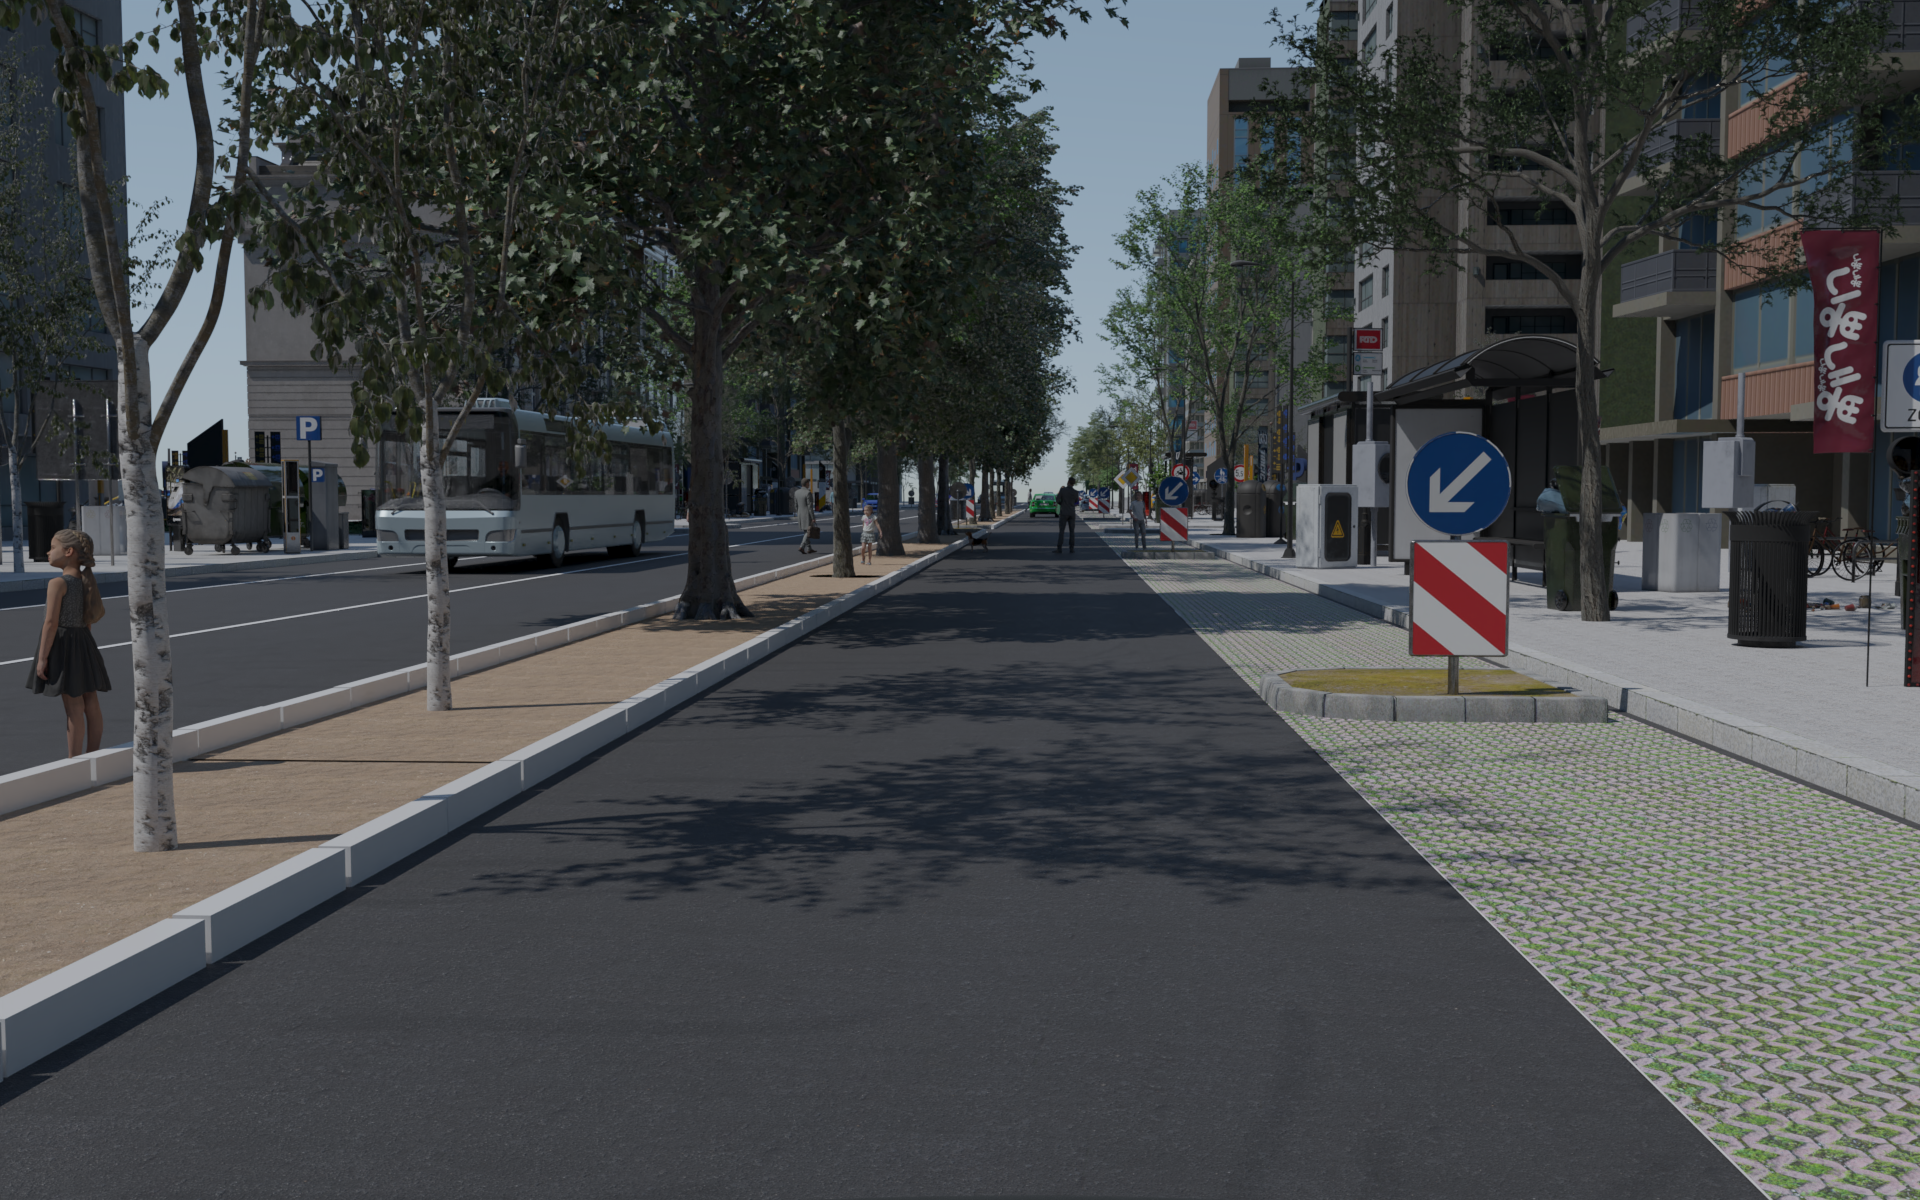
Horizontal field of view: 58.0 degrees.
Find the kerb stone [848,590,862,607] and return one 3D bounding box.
[{"bbox_3d":[-1.402,0.006,22.150,0.120,0.150,1.000,0,4,3],"label":"kerb stone"}]

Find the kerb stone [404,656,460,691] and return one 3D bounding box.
[{"bbox_3d":[-4.012,0.561,13.023,0.120,0.150,1.000,0,4,3],"label":"kerb stone"}]

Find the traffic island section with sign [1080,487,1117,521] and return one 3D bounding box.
[{"bbox_3d":[7.673,-5.212,93.841,1.989,1.847,2.006,0,4,3],"label":"traffic island section with sign"}]

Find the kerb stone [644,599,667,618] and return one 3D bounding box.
[{"bbox_3d":[-3.615,0.124,20.199,0.120,0.150,1.000,0,4,3],"label":"kerb stone"}]

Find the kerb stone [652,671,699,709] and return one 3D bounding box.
[{"bbox_3d":[-1.976,0.630,11.922,0.120,0.150,1.000,0,4,3],"label":"kerb stone"}]

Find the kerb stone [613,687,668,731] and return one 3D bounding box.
[{"bbox_3d":[-2.029,0.695,10.902,0.120,0.150,1.000,0,4,3],"label":"kerb stone"}]

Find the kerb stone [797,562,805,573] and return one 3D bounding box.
[{"bbox_3d":[-2.987,-0.563,31.466,0.120,0.150,1.000,0,4,3],"label":"kerb stone"}]

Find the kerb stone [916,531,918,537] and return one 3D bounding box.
[{"bbox_3d":[-1.569,-2.129,57.059,0.120,0.150,1.000,0,4,3],"label":"kerb stone"}]

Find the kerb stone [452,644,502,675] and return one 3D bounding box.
[{"bbox_3d":[-3.956,0.498,14.049,0.120,0.150,1.000,0,4,3],"label":"kerb stone"}]

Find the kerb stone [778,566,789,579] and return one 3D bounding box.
[{"bbox_3d":[-3.090,-0.442,29.420,0.120,0.150,1.000,0,4,3],"label":"kerb stone"}]

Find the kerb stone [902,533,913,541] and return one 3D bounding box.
[{"bbox_3d":[-1.674,-2.004,55.003,0.120,0.150,1.000,0,4,3],"label":"kerb stone"}]

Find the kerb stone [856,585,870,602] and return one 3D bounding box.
[{"bbox_3d":[-1.346,-0.060,23.176,0.120,0.150,1.000,0,4,3],"label":"kerb stone"}]

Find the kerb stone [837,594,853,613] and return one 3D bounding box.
[{"bbox_3d":[-1.456,0.065,21.129,0.120,0.150,1.000,0,4,3],"label":"kerb stone"}]

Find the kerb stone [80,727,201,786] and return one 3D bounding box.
[{"bbox_3d":[-4.234,0.812,8.927,0.120,0.150,1.000,0,4,3],"label":"kerb stone"}]

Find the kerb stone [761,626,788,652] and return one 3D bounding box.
[{"bbox_3d":[-1.747,0.378,16.014,0.120,0.150,1.000,0,4,3],"label":"kerb stone"}]

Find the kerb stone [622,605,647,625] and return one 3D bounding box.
[{"bbox_3d":[-3.672,0.188,19.173,0.120,0.150,1.000,0,4,3],"label":"kerb stone"}]

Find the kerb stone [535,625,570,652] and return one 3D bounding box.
[{"bbox_3d":[-3.844,0.373,16.090,0.120,0.150,1.000,0,4,3],"label":"kerb stone"}]

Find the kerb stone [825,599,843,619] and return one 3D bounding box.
[{"bbox_3d":[-1.513,0.128,20.107,0.120,0.150,1.000,0,4,3],"label":"kerb stone"}]

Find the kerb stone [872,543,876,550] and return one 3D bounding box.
[{"bbox_3d":[-2.299,-1.317,43.730,0.120,0.150,1.000,0,4,3],"label":"kerb stone"}]

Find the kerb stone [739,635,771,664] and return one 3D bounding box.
[{"bbox_3d":[-1.803,0.445,14.987,0.120,0.150,1.000,0,4,3],"label":"kerb stone"}]

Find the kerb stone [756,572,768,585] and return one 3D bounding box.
[{"bbox_3d":[-3.212,-0.317,27.372,0.120,0.150,1.000,0,4,3],"label":"kerb stone"}]

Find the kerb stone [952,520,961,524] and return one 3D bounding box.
[{"bbox_3d":[-0.152,-3.666,82.140,0.120,0.150,1.000,0,4,3],"label":"kerb stone"}]

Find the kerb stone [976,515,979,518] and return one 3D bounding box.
[{"bbox_3d":[1.260,-5.225,107.723,0.120,0.150,1.000,0,4,3],"label":"kerb stone"}]

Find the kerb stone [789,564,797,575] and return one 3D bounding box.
[{"bbox_3d":[-3.038,-0.504,30.442,0.120,0.150,1.000,0,4,3],"label":"kerb stone"}]

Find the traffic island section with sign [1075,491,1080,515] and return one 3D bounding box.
[{"bbox_3d":[9.181,-6.867,120.899,1.989,1.847,2.006,0,4,3],"label":"traffic island section with sign"}]

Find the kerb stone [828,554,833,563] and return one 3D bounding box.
[{"bbox_3d":[-2.757,-0.817,35.548,0.120,0.150,1.000,0,4,3],"label":"kerb stone"}]

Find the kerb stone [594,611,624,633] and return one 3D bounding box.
[{"bbox_3d":[-3.730,0.248,18.144,0.120,0.150,1.000,0,4,3],"label":"kerb stone"}]

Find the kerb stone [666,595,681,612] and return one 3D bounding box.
[{"bbox_3d":[-3.556,0.062,21.220,0.120,0.150,1.000,0,4,3],"label":"kerb stone"}]

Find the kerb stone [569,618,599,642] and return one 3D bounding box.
[{"bbox_3d":[-3.784,0.310,17.123,0.120,0.150,1.000,0,4,3],"label":"kerb stone"}]

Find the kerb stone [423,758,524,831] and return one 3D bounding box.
[{"bbox_3d":[-2.198,0.879,7.831,0.120,0.150,1.000,0,4,3],"label":"kerb stone"}]

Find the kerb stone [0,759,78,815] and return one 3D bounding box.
[{"bbox_3d":[-4.299,0.875,7.898,0.120,0.150,1.000,0,4,3],"label":"kerb stone"}]

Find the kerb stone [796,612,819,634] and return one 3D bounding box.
[{"bbox_3d":[-1.629,0.256,18.059,0.120,0.150,1.000,0,4,3],"label":"kerb stone"}]

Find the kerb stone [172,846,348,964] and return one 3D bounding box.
[{"bbox_3d":[-2.314,1.005,5.780,0.120,0.150,1.000,0,4,3],"label":"kerb stone"}]

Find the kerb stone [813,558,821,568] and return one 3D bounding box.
[{"bbox_3d":[-2.872,-0.687,33.507,0.120,0.150,1.000,0,4,3],"label":"kerb stone"}]

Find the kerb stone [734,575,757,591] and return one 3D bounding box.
[{"bbox_3d":[-3.271,-0.254,26.342,0.120,0.150,1.000,0,4,3],"label":"kerb stone"}]

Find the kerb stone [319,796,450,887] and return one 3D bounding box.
[{"bbox_3d":[-2.250,0.941,6.810,0.120,0.150,1.000,0,4,3],"label":"kerb stone"}]

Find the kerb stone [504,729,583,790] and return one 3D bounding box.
[{"bbox_3d":[-2.138,0.816,8.857,0.120,0.150,1.000,0,4,3],"label":"kerb stone"}]

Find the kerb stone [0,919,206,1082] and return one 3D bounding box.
[{"bbox_3d":[-2.373,1.071,4.750,0.120,0.150,1.000,0,4,3],"label":"kerb stone"}]

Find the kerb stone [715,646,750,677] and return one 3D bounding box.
[{"bbox_3d":[-1.863,0.507,13.964,0.120,0.150,1.000,0,4,3],"label":"kerb stone"}]

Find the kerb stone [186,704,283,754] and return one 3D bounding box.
[{"bbox_3d":[-4.187,0.749,9.954,0.120,0.150,1.000,0,4,3],"label":"kerb stone"}]

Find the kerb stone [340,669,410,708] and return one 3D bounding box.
[{"bbox_3d":[-4.074,0.623,12.002,0.120,0.150,1.000,0,4,3],"label":"kerb stone"}]

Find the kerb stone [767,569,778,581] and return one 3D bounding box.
[{"bbox_3d":[-3.166,-0.377,28.397,0.120,0.150,1.000,0,4,3],"label":"kerb stone"}]

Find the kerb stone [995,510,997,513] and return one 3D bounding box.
[{"bbox_3d":[3.155,-7.298,141.521,0.120,0.150,1.000,0,4,3],"label":"kerb stone"}]

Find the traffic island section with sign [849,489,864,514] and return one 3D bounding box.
[{"bbox_3d":[-7.572,-6.967,122.532,1.989,1.847,2.006,0,4,3],"label":"traffic island section with sign"}]

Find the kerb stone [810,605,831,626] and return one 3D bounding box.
[{"bbox_3d":[-1.570,0.191,19.080,0.120,0.150,1.000,0,4,3],"label":"kerb stone"}]

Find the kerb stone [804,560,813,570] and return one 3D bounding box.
[{"bbox_3d":[-2.932,-0.629,32.486,0.120,0.150,1.000,0,4,3],"label":"kerb stone"}]

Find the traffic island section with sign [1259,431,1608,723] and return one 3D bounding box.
[{"bbox_3d":[3.093,-0.191,11.755,1.989,1.847,2.006,0,4,3],"label":"traffic island section with sign"}]

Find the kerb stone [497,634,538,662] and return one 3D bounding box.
[{"bbox_3d":[-3.903,0.436,15.070,0.120,0.150,1.000,0,4,3],"label":"kerb stone"}]

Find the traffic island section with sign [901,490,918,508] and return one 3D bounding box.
[{"bbox_3d":[-4.797,-10.013,172.342,1.989,1.847,2.006,0,4,3],"label":"traffic island section with sign"}]

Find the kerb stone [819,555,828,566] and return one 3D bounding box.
[{"bbox_3d":[-2.807,-0.754,34.527,0.120,0.150,1.000,0,4,3],"label":"kerb stone"}]

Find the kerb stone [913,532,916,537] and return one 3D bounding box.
[{"bbox_3d":[-1.610,-2.070,56.036,0.120,0.150,1.000,0,4,3],"label":"kerb stone"}]

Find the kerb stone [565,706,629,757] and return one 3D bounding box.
[{"bbox_3d":[-2.089,0.757,9.881,0.120,0.150,1.000,0,4,3],"label":"kerb stone"}]

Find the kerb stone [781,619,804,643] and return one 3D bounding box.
[{"bbox_3d":[-1.688,0.320,17.037,0.120,0.150,1.000,0,4,3],"label":"kerb stone"}]

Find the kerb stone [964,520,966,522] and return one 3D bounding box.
[{"bbox_3d":[0.128,-3.979,87.251,0.120,0.150,1.000,0,4,3],"label":"kerb stone"}]

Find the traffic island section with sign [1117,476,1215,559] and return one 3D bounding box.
[{"bbox_3d":[4.609,-1.837,38.667,1.989,1.847,2.006,0,4,3],"label":"traffic island section with sign"}]

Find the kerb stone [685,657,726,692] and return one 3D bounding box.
[{"bbox_3d":[-1.920,0.567,12.943,0.120,0.150,1.000,0,4,3],"label":"kerb stone"}]

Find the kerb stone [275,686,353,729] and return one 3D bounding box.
[{"bbox_3d":[-4.125,0.690,10.980,0.120,0.150,1.000,0,4,3],"label":"kerb stone"}]

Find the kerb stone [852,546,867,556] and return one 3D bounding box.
[{"bbox_3d":[-2.413,-1.192,41.689,0.120,0.150,1.000,0,4,3],"label":"kerb stone"}]
